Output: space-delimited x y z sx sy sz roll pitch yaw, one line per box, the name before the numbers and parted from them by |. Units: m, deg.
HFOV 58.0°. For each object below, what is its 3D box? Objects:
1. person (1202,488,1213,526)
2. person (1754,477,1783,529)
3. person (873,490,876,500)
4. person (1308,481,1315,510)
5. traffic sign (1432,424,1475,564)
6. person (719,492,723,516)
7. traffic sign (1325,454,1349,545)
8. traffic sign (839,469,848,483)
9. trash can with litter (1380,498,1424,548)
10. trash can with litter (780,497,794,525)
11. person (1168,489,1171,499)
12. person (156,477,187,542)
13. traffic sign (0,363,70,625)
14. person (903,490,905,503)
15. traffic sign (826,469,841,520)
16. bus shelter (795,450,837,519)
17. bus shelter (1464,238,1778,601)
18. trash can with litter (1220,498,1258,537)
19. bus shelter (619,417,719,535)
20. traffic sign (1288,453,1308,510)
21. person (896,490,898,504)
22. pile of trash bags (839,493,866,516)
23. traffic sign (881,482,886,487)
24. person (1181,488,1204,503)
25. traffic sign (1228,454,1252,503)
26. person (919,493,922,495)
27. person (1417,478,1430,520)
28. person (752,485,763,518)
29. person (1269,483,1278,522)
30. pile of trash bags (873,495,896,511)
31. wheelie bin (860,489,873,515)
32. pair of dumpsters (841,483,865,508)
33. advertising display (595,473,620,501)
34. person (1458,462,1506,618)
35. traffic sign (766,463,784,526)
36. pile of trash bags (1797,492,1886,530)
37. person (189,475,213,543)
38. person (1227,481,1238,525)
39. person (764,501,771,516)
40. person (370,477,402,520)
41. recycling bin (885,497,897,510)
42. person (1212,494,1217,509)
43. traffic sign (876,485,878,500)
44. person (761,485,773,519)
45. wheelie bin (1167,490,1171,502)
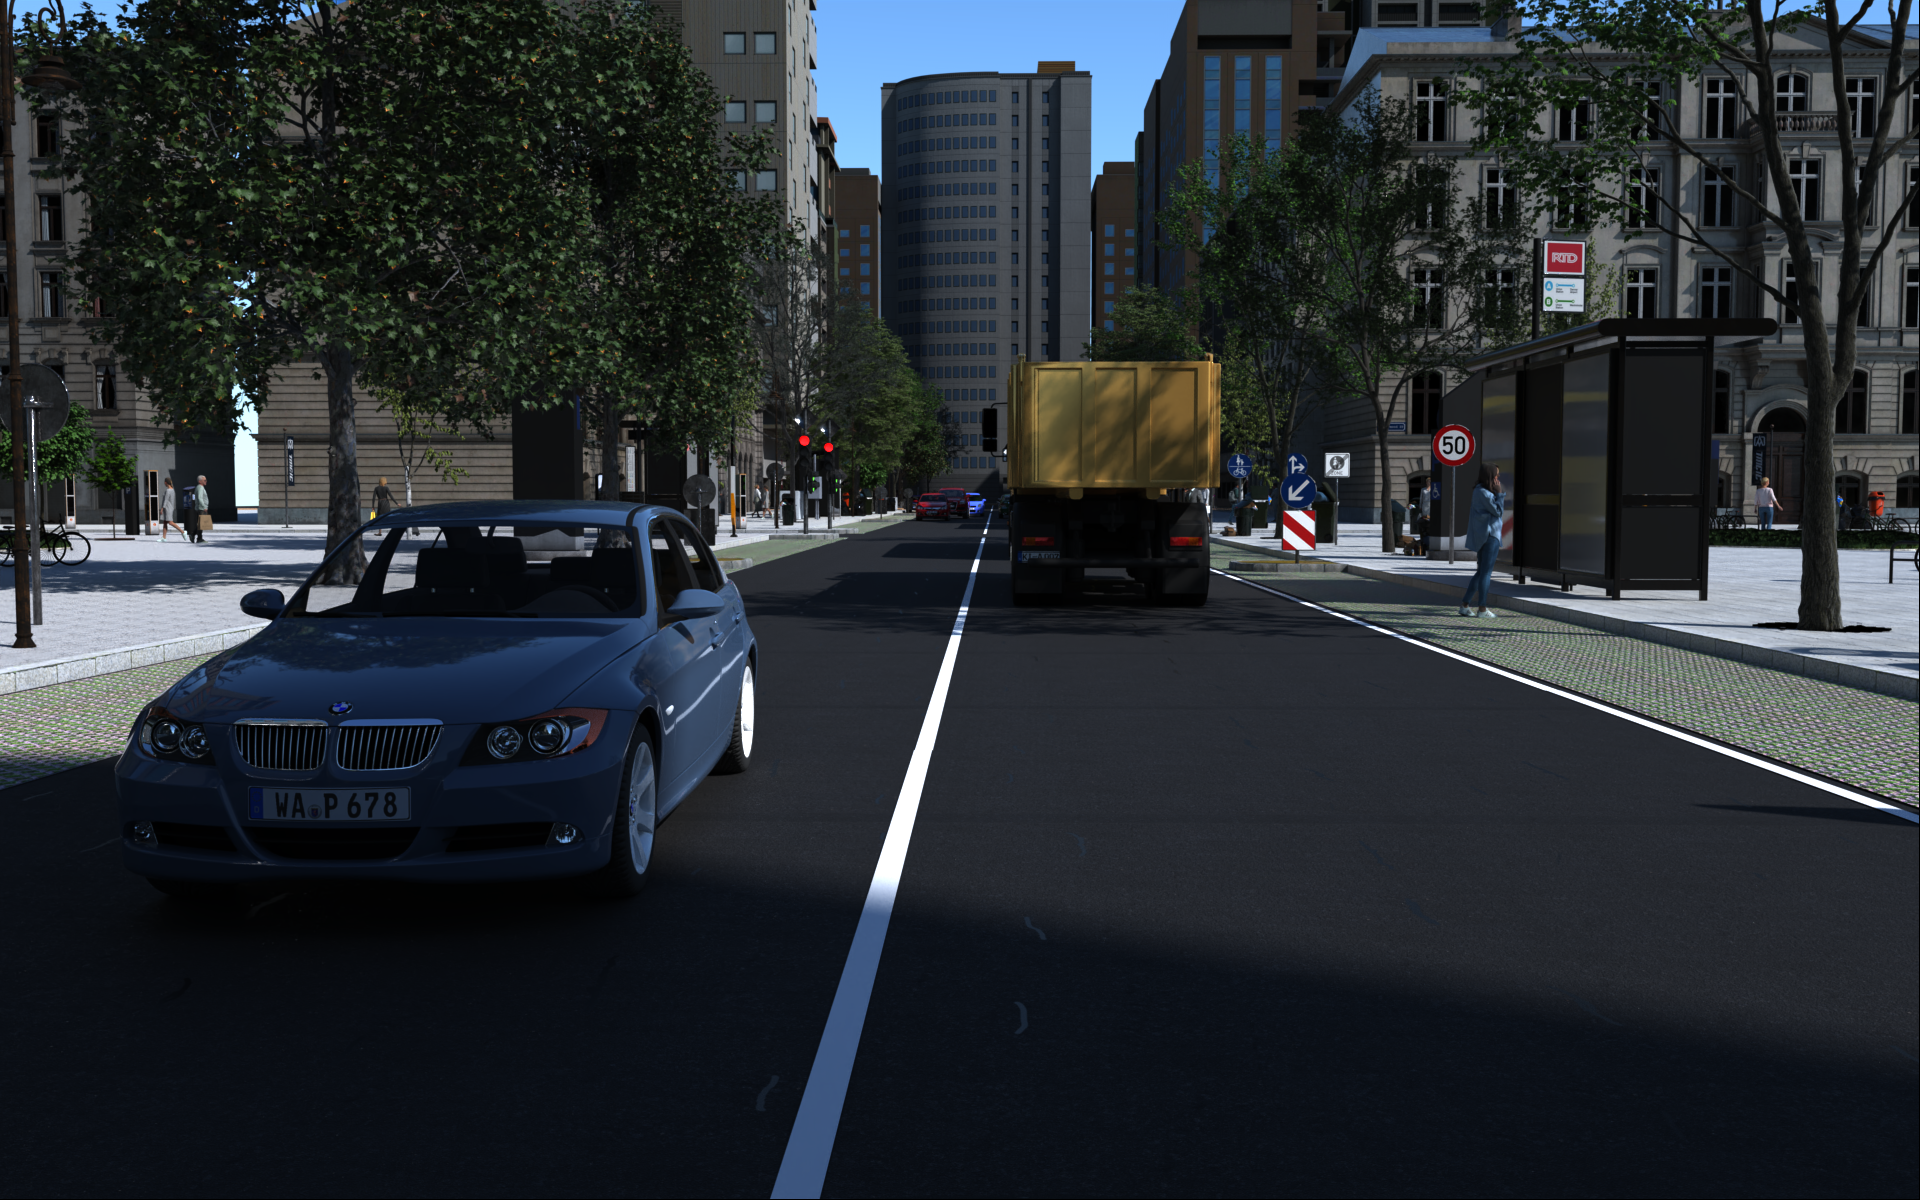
person | 9.654 -3.762 67.901 0.624 1.780 0.694 0 4 -6
person | 22.040 -2.479 47.243 0.731 1.740 0.598 2 4 31
person | -10.089 -11.869 200.931 0.721 1.723 1.217 2 4 31
person | 14.097 -3.861 69.054 0.514 1.842 0.818 -3 5 -43
traffic sign | 9.007 -1.931 31.676 0.768 2.556 0.104 0 4 3
person | -14.019 -5.771 100.577 0.590 1.801 0.661 1 4 11
traffic sign | 9.422 -2.520 43.339 0.606 2.300 0.079 1 4 9
traffic sign | -6.156 -5.446 88.770 0.795 2.593 0.064 0 4 2
trash can with litter | 10.589 -1.847 41.589 0.624 1.170 1.055 -2 4 -26
trash can with litter | -7.104 -3.640 70.906 0.624 1.170 1.055 -1 4 -10
person | 16.196 -7.841 134.467 0.478 1.798 0.641 -2 4 -34
person | -21.310 -2.444 46.753 0.760 1.731 0.466 -3 5 -44
traffic sign | -9.040 -1.027 16.901 0.768 2.556 0.104 1 4 8
person | -6.463 -11.656 197.330 1.217 1.743 0.721 -1 4 -16
traffic sign | -6.291 -5.262 86.146 0.768 2.556 0.104 0 4 7
bus shelter | -7.783 -6.275 93.881 1.731 3.624 6.357 0 4 1
bus shelter | 8.762 -2.893 24.938 2.179 5.291 8.768 0 4 1
trash can with litter | 8.452 -2.518 52.561 1.055 1.170 0.624 -2 4 -27
bus shelter | -8.606 -4.462 50.578 2.179 5.291 8.768 0 4 1
traffic sign | 10.327 -3.264 53.468 0.768 2.556 0.104 0 4 3
person | -7.398 -11.836 200.250 0.721 1.739 1.217 0 4 8
pile of trash bags | -6.624 -5.636 101.904 1.912 1.369 3.447 -1 4 -9
traffic sign | -6.126 -8.207 134.291 0.768 2.556 0.104 0 4 3
person | 6.289 -2.343 46.989 0.473 1.802 0.592 -1 4 -23
traffic sign | 8.816 -3.334 54.611 0.768 2.556 0.104 0 4 6
person | -4.016 -10.224 176.445 0.421 1.427 0.697 -1 4 -14
person | 14.348 -2.844 52.899 0.694 1.780 0.624 2 4 31
person | -11.015 -5.348 93.711 0.641 1.798 0.478 -2 4 -25
person | 14.533 -4.517 80.071 0.466 1.800 0.511 2 4 25
pile of trash bags | -5.724 -7.248 128.262 1.912 1.369 3.447 0 4 1
wheelie bin | -5.815 -6.004 106.072 0.693 1.594 0.980 3 4 36
pair of dumpsters | -7.269 -7.036 117.530 1.574 2.255 4.437 0 4 1
advertising display | -11.090 -3.017 54.545 0.123 1.923 0.974 2 4 34
person | 6.029 -0.687 19.996 0.793 1.790 0.793 -2 4 -30
traffic sign | -7.477 -4.274 69.993 0.768 2.556 0.104 1 4 11
pile of trash bags | 32.490 -3.277 63.334 3.447 1.369 1.912 -2 4 -24
person | -19.804 -2.361 45.139 0.515 1.767 0.782 -2 4 -32
person | 11.395 -4.002 71.461 0.713 1.824 0.794 1 4 9
person | -11.181 -5.513 100.448 0.475 1.303 0.640 3 5 41
person | -17.284 -2.846 52.798 1.509 1.804 0.699 2 4 27
recycling bin | -5.366 -7.526 135.605 0.722 1.027 0.722 2 4 28
person | 21.674 -8.404 146.678 0.991 1.433 0.599 -1 4 -19
traffic sign | -5.729 -7.275 119.057 0.768 2.556 0.104 0 4 7
person | -9.899 -5.003 88.592 0.466 1.731 0.760 3 4 39
wheelie bin | 8.881 -4.150 75.755 0.693 1.594 0.980 -1 4 -9
